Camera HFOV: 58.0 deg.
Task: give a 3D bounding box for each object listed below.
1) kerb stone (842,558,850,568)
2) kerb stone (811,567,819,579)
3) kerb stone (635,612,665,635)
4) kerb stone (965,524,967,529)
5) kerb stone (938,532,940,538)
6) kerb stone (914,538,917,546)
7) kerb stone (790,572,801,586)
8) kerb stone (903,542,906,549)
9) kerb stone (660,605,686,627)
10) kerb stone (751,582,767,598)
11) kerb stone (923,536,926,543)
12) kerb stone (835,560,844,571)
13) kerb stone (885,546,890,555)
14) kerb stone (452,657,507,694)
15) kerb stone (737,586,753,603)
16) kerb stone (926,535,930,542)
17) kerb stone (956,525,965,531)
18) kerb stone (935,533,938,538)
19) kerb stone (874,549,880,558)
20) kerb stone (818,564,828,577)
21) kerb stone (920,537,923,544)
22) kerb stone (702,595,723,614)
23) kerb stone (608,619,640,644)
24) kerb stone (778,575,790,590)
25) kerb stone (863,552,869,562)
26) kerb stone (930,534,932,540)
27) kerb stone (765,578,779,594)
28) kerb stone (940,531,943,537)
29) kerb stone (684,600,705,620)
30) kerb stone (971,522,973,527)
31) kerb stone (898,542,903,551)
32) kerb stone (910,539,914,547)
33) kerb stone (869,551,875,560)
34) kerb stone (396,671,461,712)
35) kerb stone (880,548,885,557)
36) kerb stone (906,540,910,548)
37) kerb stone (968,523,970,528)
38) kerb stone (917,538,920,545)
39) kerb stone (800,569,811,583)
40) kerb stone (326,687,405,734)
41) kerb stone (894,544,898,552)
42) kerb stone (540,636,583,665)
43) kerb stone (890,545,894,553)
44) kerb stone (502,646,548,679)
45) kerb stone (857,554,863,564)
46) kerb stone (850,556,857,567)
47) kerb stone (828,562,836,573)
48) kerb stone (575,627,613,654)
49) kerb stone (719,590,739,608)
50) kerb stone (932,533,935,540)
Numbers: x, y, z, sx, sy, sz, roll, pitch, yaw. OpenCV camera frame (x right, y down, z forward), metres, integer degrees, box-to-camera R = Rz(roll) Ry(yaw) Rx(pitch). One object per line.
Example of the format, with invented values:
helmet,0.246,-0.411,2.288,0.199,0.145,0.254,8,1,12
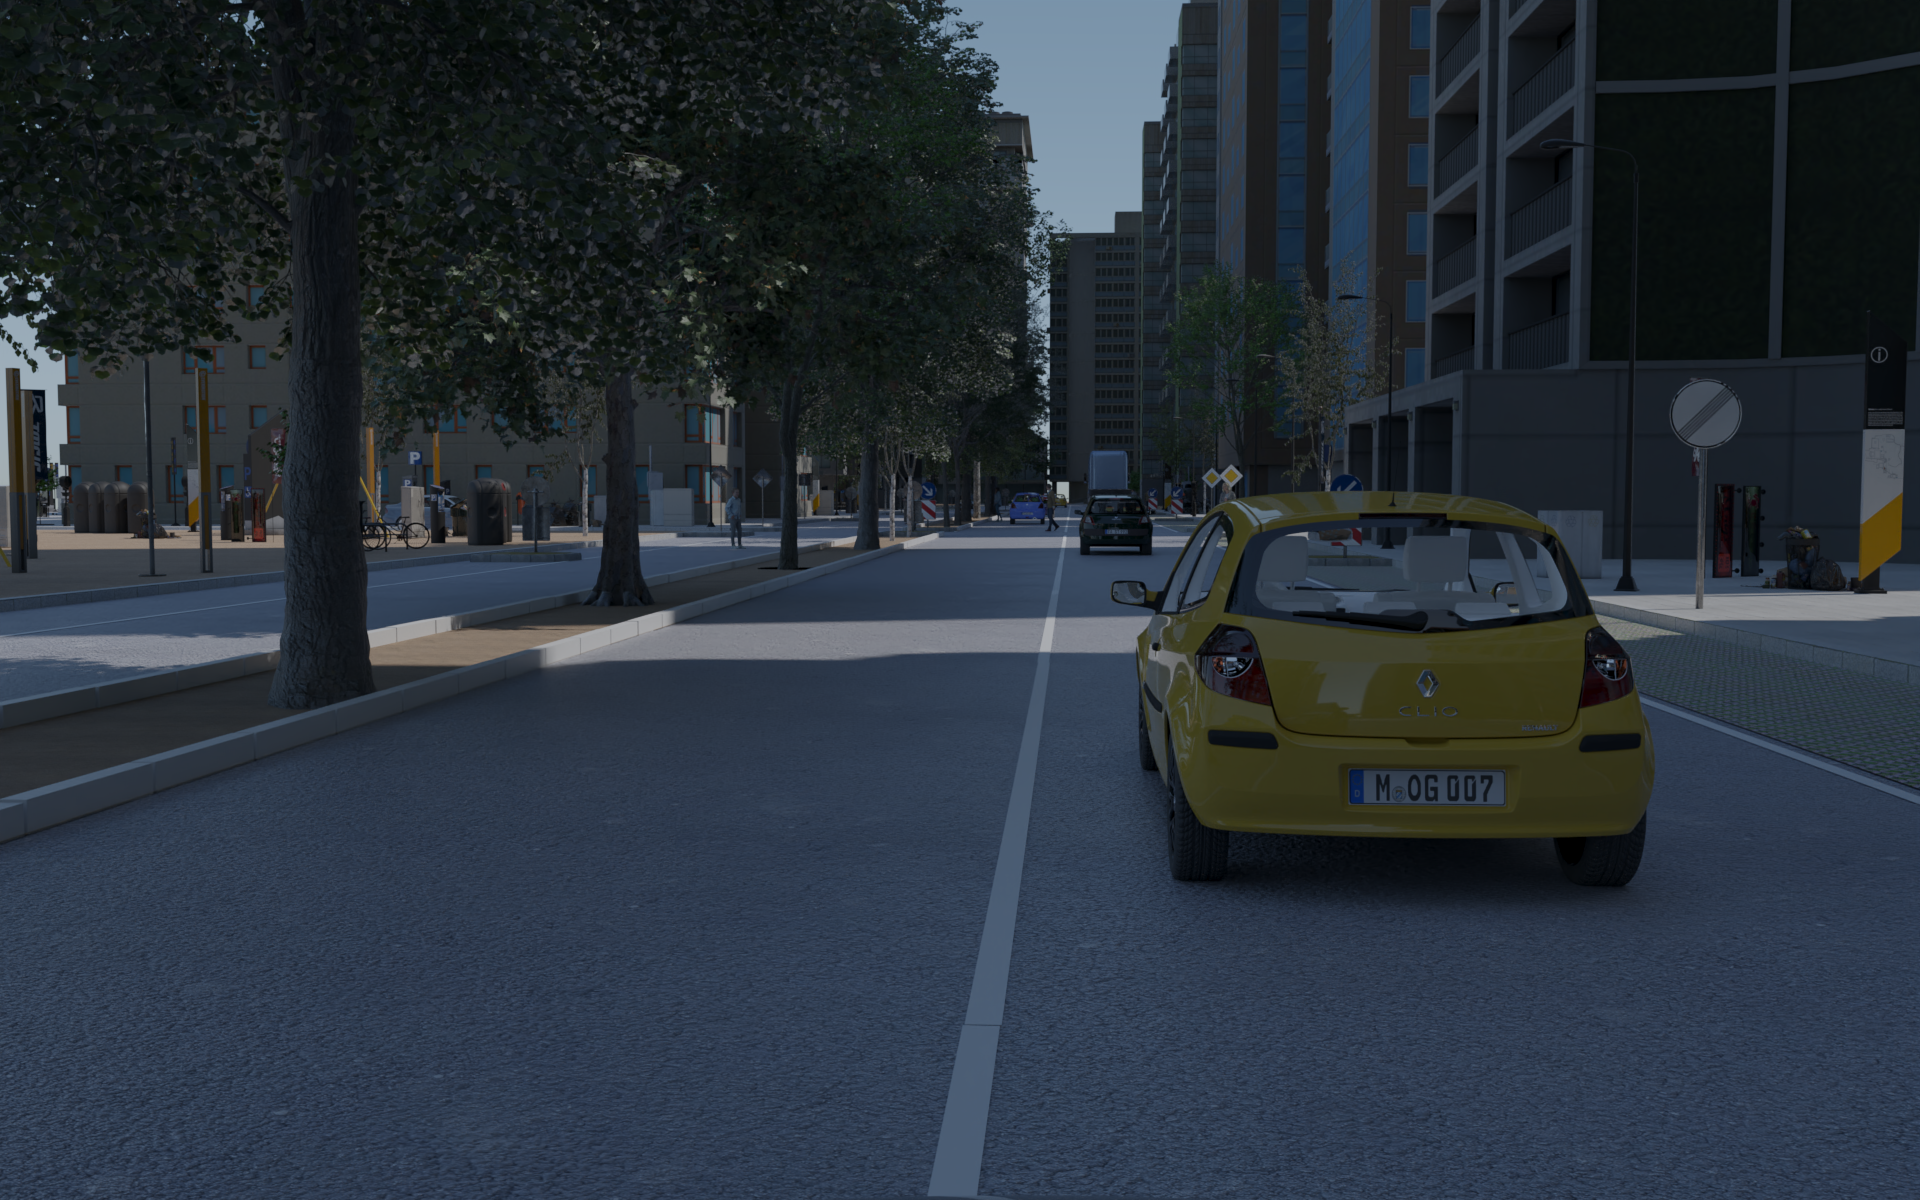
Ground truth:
kerb stone,-2.288,-0.682,33.349,0.120,0.150,1.000,0,4,4
kerb stone,-2.550,-0.432,29.260,0.120,0.150,1.000,0,4,4
kerb stone,-3.277,0.256,18.013,0.120,0.150,1.000,0,4,4
kerb stone,0.076,-2.901,69.676,0.120,0.150,1.000,0,4,4
kerb stone,-0.828,-2.059,55.858,0.120,0.150,1.000,0,4,4
kerb stone,-1.358,-1.558,47.663,0.120,0.150,1.000,0,4,4
kerb stone,-2.674,-0.307,27.220,0.120,0.150,1.000,0,4,4
kerb stone,-1.553,-1.366,44.603,0.120,0.150,1.000,0,4,4
kerb stone,-3.210,0.193,19.033,0.120,0.150,1.000,0,4,4
kerb stone,-2.880,-0.120,24.152,0.120,0.150,1.000,0,4,4
kerb stone,-1.161,-1.746,50.745,0.120,0.150,1.000,0,4,4
kerb stone,-2.346,-0.620,32.328,0.120,0.150,1.000,0,4,4
kerb stone,-1.815,-1.121,40.519,0.120,0.150,1.000,0,4,4
kerb stone,-3.611,0.569,12.893,0.120,0.150,1.000,0,4,4
kerb stone,-2.951,-0.057,23.122,0.120,0.150,1.000,0,4,4
kerb stone,-1.088,-1.809,51.778,0.120,0.150,1.000,0,4,4
kerb stone,0.017,-2.838,68.655,0.120,0.150,1.000,0,4,4
kerb stone,-0.887,-1.993,54.837,0.120,0.150,1.000,0,4,4
kerb stone,-1.954,-0.996,38.474,0.120,0.150,1.000,0,4,4
kerb stone,-2.489,-0.494,30.280,0.120,0.150,1.000,0,4,4
kerb stone,-1.226,-1.681,49.716,0.120,0.150,1.000,0,4,4
kerb stone,-3.079,0.069,21.072,0.120,0.150,1.000,0,4,4
kerb stone,-3.346,0.322,16.980,0.120,0.150,1.000,0,4,4
kerb stone,-2.752,-0.245,26.195,0.120,0.150,1.000,0,4,4
kerb stone,-2.085,-0.866,36.426,0.120,0.150,1.000,0,4,4
kerb stone,-1.022,-1.871,52.798,0.120,0.150,1.000,0,4,4
kerb stone,-2.811,-0.182,25.175,0.120,0.150,1.000,0,4,4
kerb stone,-0.747,-2.121,56.877,0.120,0.150,1.000,0,4,4
kerb stone,-3.151,0.131,20.053,0.120,0.150,1.000,0,4,4
kerb stone,0.346,-3.154,73.761,0.120,0.150,1.000,0,4,4
kerb stone,-1.613,-1.308,43.583,0.120,0.150,1.000,0,4,4
kerb stone,-1.424,-1.493,46.643,0.120,0.150,1.000,0,4,4
kerb stone,-2.013,-0.931,37.447,0.120,0.150,1.000,0,4,4
kerb stone,-3.677,0.632,11.869,0.120,0.150,1.000,0,4,4
kerb stone,-1.891,-1.055,39.496,0.120,0.150,1.000,0,4,4
kerb stone,-1.496,-1.433,45.624,0.120,0.150,1.000,0,4,4
kerb stone,0.208,-3.029,71.716,0.120,0.150,1.000,0,4,4
kerb stone,-1.293,-1.620,48.690,0.120,0.150,1.000,0,4,4
kerb stone,-2.611,-0.370,28.240,0.120,0.150,1.000,0,4,4
kerb stone,-3.745,0.694,10.841,0.120,0.150,1.000,0,4,4
kerb stone,-1.684,-1.246,42.563,0.120,0.150,1.000,0,4,4
kerb stone,-3.476,0.444,14.933,0.120,0.150,1.000,0,4,4
kerb stone,-1.759,-1.178,41.543,0.120,0.150,1.000,0,4,4
kerb stone,-3.541,0.507,13.913,0.120,0.150,1.000,0,4,4
kerb stone,-2.148,-0.800,35.401,0.120,0.150,1.000,0,4,4
kerb stone,-2.218,-0.744,34.375,0.120,0.150,1.000,0,4,4
kerb stone,-2.411,-0.557,31.304,0.120,0.150,1.000,0,4,4
kerb stone,-3.411,0.382,15.953,0.120,0.150,1.000,0,4,4
kerb stone,-3.015,0.006,22.102,0.120,0.150,1.000,0,4,4
kerb stone,-0.954,-1.931,53.817,0.120,0.150,1.000,0,4,4
